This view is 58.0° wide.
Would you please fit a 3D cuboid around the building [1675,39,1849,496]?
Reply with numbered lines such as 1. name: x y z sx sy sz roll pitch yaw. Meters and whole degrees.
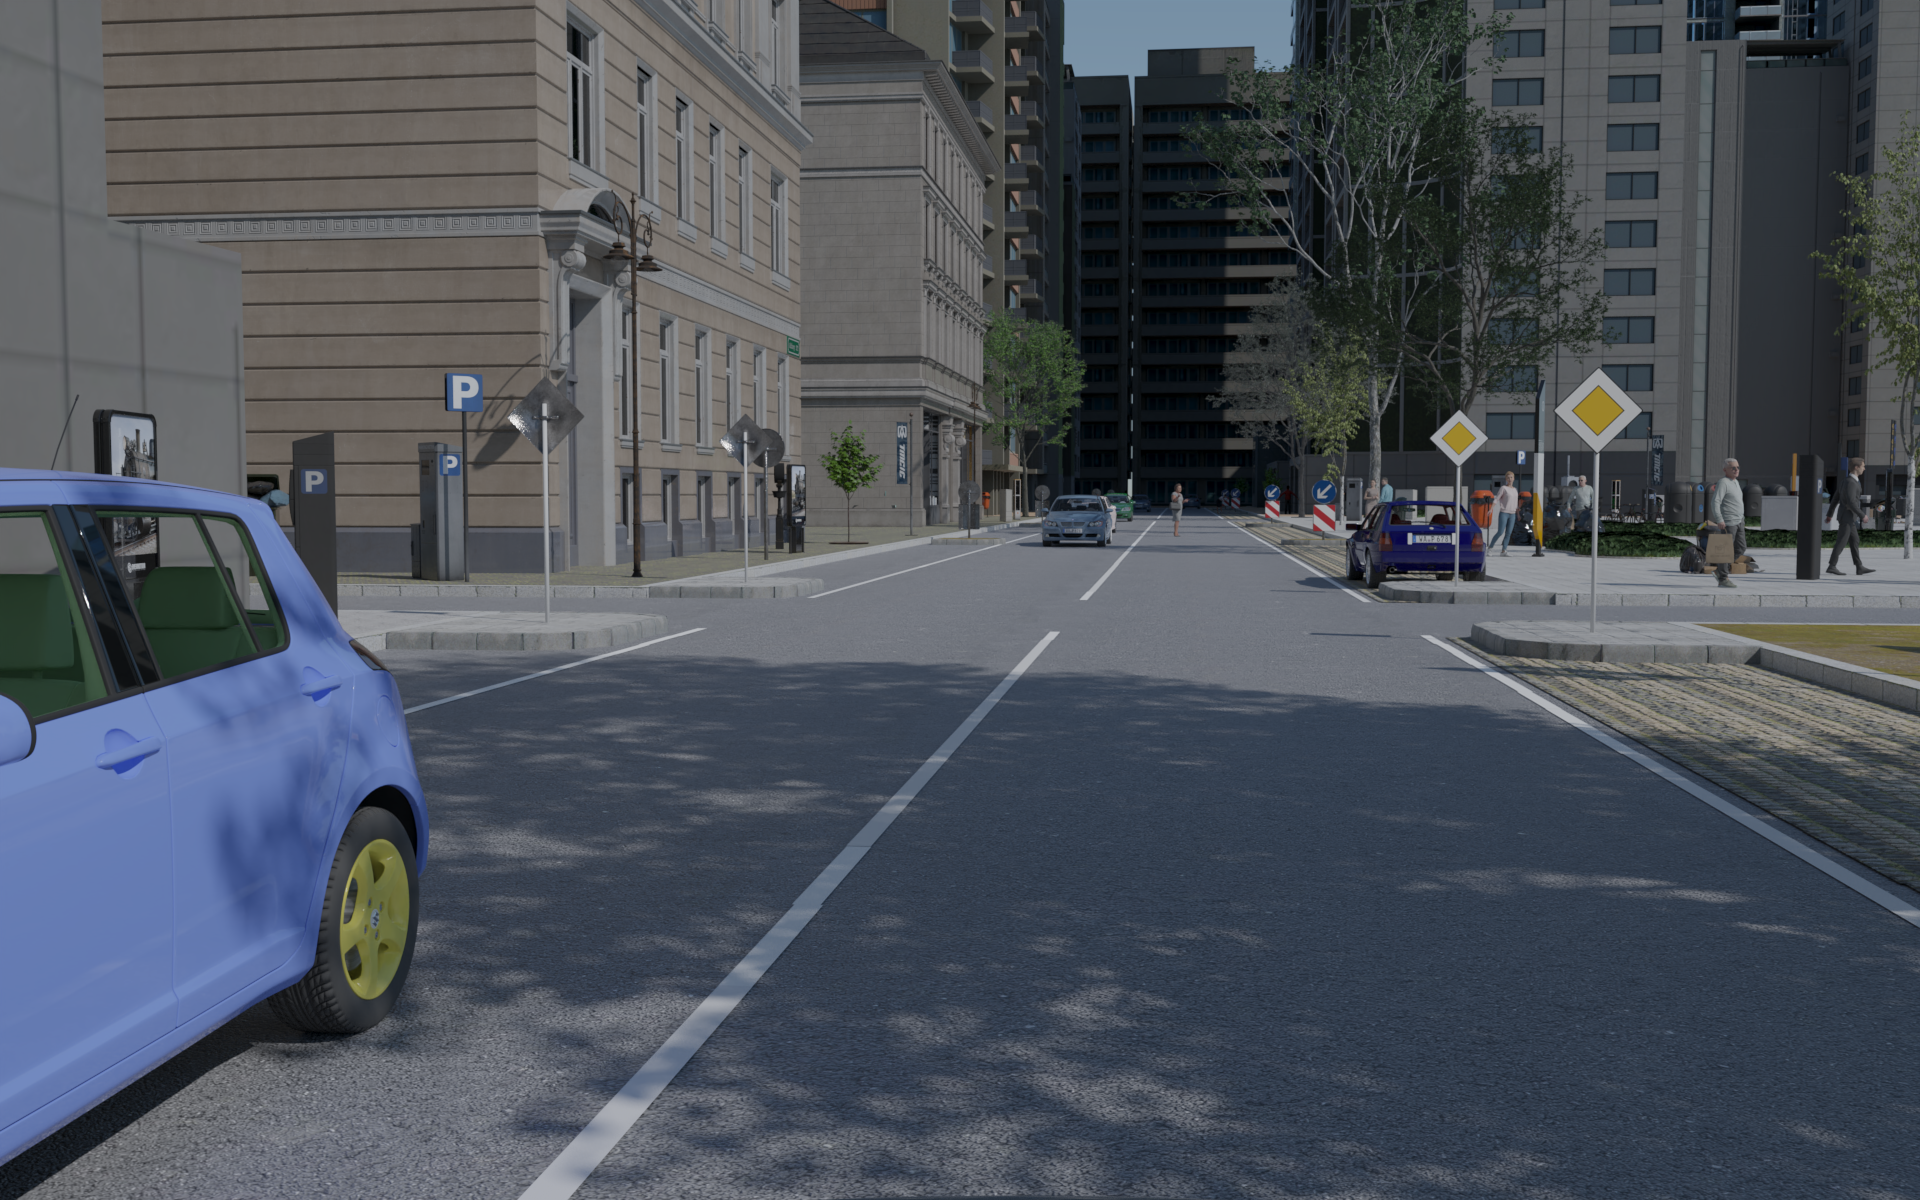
1. building: 71.500 -29.110 159.550 14.086 41.232 14.154 0 4 7

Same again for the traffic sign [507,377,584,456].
1. traffic sign: -4.132 -0.921 17.247 0.795 2.593 0.064 0 4 7

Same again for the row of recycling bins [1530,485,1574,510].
1. row of recycling bins: 28.514 -4.658 83.278 1.069 1.692 3.534 3 5 45

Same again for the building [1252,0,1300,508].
1. building: 38.324 -51.434 153.624 22.319 86.520 31.000 0 4 7

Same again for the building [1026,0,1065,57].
1. building: 0.686 -27.681 136.180 14.154 41.232 14.086 0 4 7

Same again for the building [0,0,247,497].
1. building: -18.804 -34.775 6.829 20.611 71.187 20.563 0 4 7

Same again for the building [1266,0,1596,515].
1. building: 33.999 -42.228 128.677 20.563 71.187 20.611 0 4 7

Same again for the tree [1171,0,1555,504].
1. tree: 13.327 -12.396 58.567 12.611 20.169 13.585 0 3 0

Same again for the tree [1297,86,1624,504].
1. tree: 11.575 -6.502 40.728 8.767 10.594 7.601 3 5 42

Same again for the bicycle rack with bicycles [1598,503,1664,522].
1. bicycle rack with bicycles: 24.086 -2.993 62.319 2.852 0.926 2.925 -1 4 -14

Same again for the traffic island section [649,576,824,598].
1. traffic island section: -3.150 -0.181 25.239 2.009 0.180 2.903 0 4 7

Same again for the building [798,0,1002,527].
1. building: -5.675 -13.289 68.184 10.553 20.767 40.483 0 4 7

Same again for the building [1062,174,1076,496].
1. building: 2.578 -23.179 150.674 14.160 30.474 14.107 0 4 7

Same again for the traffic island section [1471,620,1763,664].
1. traffic island section: 5.904 0.382 16.040 2.009 0.180 2.903 0 4 7

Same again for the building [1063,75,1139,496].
1. building: 8.519 -34.884 194.049 21.600 48.544 21.300 0 4 7

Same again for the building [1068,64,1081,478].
1. building: 4.595 -29.641 168.231 14.086 41.232 14.154 0 4 7

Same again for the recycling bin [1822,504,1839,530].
1. recycling bin: 22.507 -1.979 44.906 0.722 1.027 0.722 -2 4 -25

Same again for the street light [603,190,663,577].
1. street light: -5.008 -3.297 26.692 0.468 5.910 1.993 0 4 7

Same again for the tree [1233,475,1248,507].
1. tree: 28.494 -11.016 174.706 1.663 3.219 1.824 0 3 0

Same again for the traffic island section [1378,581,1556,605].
1. traffic island section: 6.910 -0.103 23.961 2.009 0.180 2.903 0 4 7

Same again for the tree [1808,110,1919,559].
1. tree: 18.961 -5.108 33.880 4.737 8.622 4.395 0 3 0

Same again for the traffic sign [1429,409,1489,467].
1. traffic sign: 6.886 -1.327 23.882 0.795 2.593 0.064 0 4 7

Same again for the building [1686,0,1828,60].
1. building: 85.640 -53.308 184.258 31.000 86.520 22.319 0 4 7

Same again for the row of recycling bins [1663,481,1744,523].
1. row of recycling bins: 24.398 -3.067 57.255 3.534 1.692 1.069 -3 4 -38

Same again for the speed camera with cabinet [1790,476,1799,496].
1. speed camera with cabinet: 42.709 -5.719 87.838 0.660 3.252 2.038 1 4 11

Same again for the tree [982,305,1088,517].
1. tree: 3.503 -10.430 96.283 9.928 11.665 9.643 0 3 0

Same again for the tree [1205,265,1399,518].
1. tree: 18.348 -11.192 93.366 12.009 13.543 11.850 0 3 0

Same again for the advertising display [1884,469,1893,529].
1. advertising display: 23.715 -2.388 44.263 0.123 1.923 0.974 2 4 26

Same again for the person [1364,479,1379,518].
1. person: 13.525 -3.094 56.966 0.599 1.781 0.374 -1 4 -11

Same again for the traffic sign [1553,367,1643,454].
1. traffic sign: 5.880 -0.842 15.960 0.795 2.593 0.064 0 4 7

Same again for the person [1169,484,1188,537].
1. person: 7.350 -3.028 58.367 0.532 1.782 0.716 3 5 41

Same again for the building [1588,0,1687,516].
1. building: 31.975 -40.975 108.196 20.563 71.187 20.611 0 4 7

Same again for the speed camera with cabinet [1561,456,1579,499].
1. speed camera with cabinet: 30.586 -5.762 88.549 2.038 3.252 0.660 -1 4 -15

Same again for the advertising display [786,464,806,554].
1. advertising display: -3.552 -1.981 37.601 0.123 1.923 0.974 1 4 13

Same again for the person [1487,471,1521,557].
1. person: 11.025 -1.754 35.397 0.731 1.740 0.598 -3 4 -36

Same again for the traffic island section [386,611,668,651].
1. traffic island section: -4.156 0.304 17.317 2.009 0.180 2.903 0 4 7

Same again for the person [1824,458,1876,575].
1. person: 14.073 -1.313 27.295 0.755 1.850 0.659 1 4 17

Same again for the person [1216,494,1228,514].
1. person: 19.135 -7.026 126.571 0.799 1.438 0.628 0 4 -4

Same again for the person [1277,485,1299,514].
1. person: 20.673 -6.311 109.188 1.348 1.831 0.705 1 4 10

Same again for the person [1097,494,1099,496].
1. person: 8.826 -6.174 112.627 0.628 1.438 0.799 1 4 13

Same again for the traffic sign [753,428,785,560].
1. traffic sign: -3.765 -2.046 33.566 0.768 2.556 0.104 1 4 12

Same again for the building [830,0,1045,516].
1. building: -5.984 -28.171 115.212 22.147 44.769 28.867 0 4 7

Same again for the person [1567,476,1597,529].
1. person: 16.343 -2.395 45.681 0.782 1.767 0.515 1 4 15

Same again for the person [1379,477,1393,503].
1. person: 14.416 -3.217 58.498 0.638 1.841 0.748 -2 4 -26

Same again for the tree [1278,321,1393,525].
1. tree: 15.488 -7.388 71.161 4.737 8.622 4.395 0 3 0

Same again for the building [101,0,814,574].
1. building: -11.609 -15.386 37.468 13.634 28.700 20.117 0 4 7

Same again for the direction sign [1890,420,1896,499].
1. direction sign: 28.571 -3.737 53.093 0.379 3.537 0.876 2 4 35

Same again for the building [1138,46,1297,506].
1. building: 30.030 -34.758 191.992 21.600 48.544 21.300 0 4 7

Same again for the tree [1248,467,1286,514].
1. tree: 20.305 -7.282 113.666 1.663 3.219 1.824 0 3 0

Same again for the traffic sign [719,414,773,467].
1. traffic sign: -3.126 -1.405 25.169 0.795 2.593 0.064 0 4 7

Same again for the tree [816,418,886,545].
1. tree: -2.726 -3.048 44.431 1.663 3.219 1.824 0 3 0

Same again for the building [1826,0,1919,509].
1. building: 88.433 -43.793 154.269 20.611 71.187 20.563 0 4 7

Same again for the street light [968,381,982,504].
1. street light: 0.601 -6.016 71.154 0.468 5.910 1.993 0 4 7

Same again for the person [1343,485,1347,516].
1. person: 22.338 -5.729 99.717 1.348 1.822 0.705 -2 4 -33

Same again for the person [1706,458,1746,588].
1. person: 10.423 -1.047 23.640 0.782 1.767 0.515 -3 5 -43

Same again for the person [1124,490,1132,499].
1. person: 12.797 -7.636 134.067 1.217 1.735 0.721 -1 4 -12

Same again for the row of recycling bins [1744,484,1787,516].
1. row of recycling bins: 31.864 -3.890 70.707 3.534 1.692 1.069 1 4 10
